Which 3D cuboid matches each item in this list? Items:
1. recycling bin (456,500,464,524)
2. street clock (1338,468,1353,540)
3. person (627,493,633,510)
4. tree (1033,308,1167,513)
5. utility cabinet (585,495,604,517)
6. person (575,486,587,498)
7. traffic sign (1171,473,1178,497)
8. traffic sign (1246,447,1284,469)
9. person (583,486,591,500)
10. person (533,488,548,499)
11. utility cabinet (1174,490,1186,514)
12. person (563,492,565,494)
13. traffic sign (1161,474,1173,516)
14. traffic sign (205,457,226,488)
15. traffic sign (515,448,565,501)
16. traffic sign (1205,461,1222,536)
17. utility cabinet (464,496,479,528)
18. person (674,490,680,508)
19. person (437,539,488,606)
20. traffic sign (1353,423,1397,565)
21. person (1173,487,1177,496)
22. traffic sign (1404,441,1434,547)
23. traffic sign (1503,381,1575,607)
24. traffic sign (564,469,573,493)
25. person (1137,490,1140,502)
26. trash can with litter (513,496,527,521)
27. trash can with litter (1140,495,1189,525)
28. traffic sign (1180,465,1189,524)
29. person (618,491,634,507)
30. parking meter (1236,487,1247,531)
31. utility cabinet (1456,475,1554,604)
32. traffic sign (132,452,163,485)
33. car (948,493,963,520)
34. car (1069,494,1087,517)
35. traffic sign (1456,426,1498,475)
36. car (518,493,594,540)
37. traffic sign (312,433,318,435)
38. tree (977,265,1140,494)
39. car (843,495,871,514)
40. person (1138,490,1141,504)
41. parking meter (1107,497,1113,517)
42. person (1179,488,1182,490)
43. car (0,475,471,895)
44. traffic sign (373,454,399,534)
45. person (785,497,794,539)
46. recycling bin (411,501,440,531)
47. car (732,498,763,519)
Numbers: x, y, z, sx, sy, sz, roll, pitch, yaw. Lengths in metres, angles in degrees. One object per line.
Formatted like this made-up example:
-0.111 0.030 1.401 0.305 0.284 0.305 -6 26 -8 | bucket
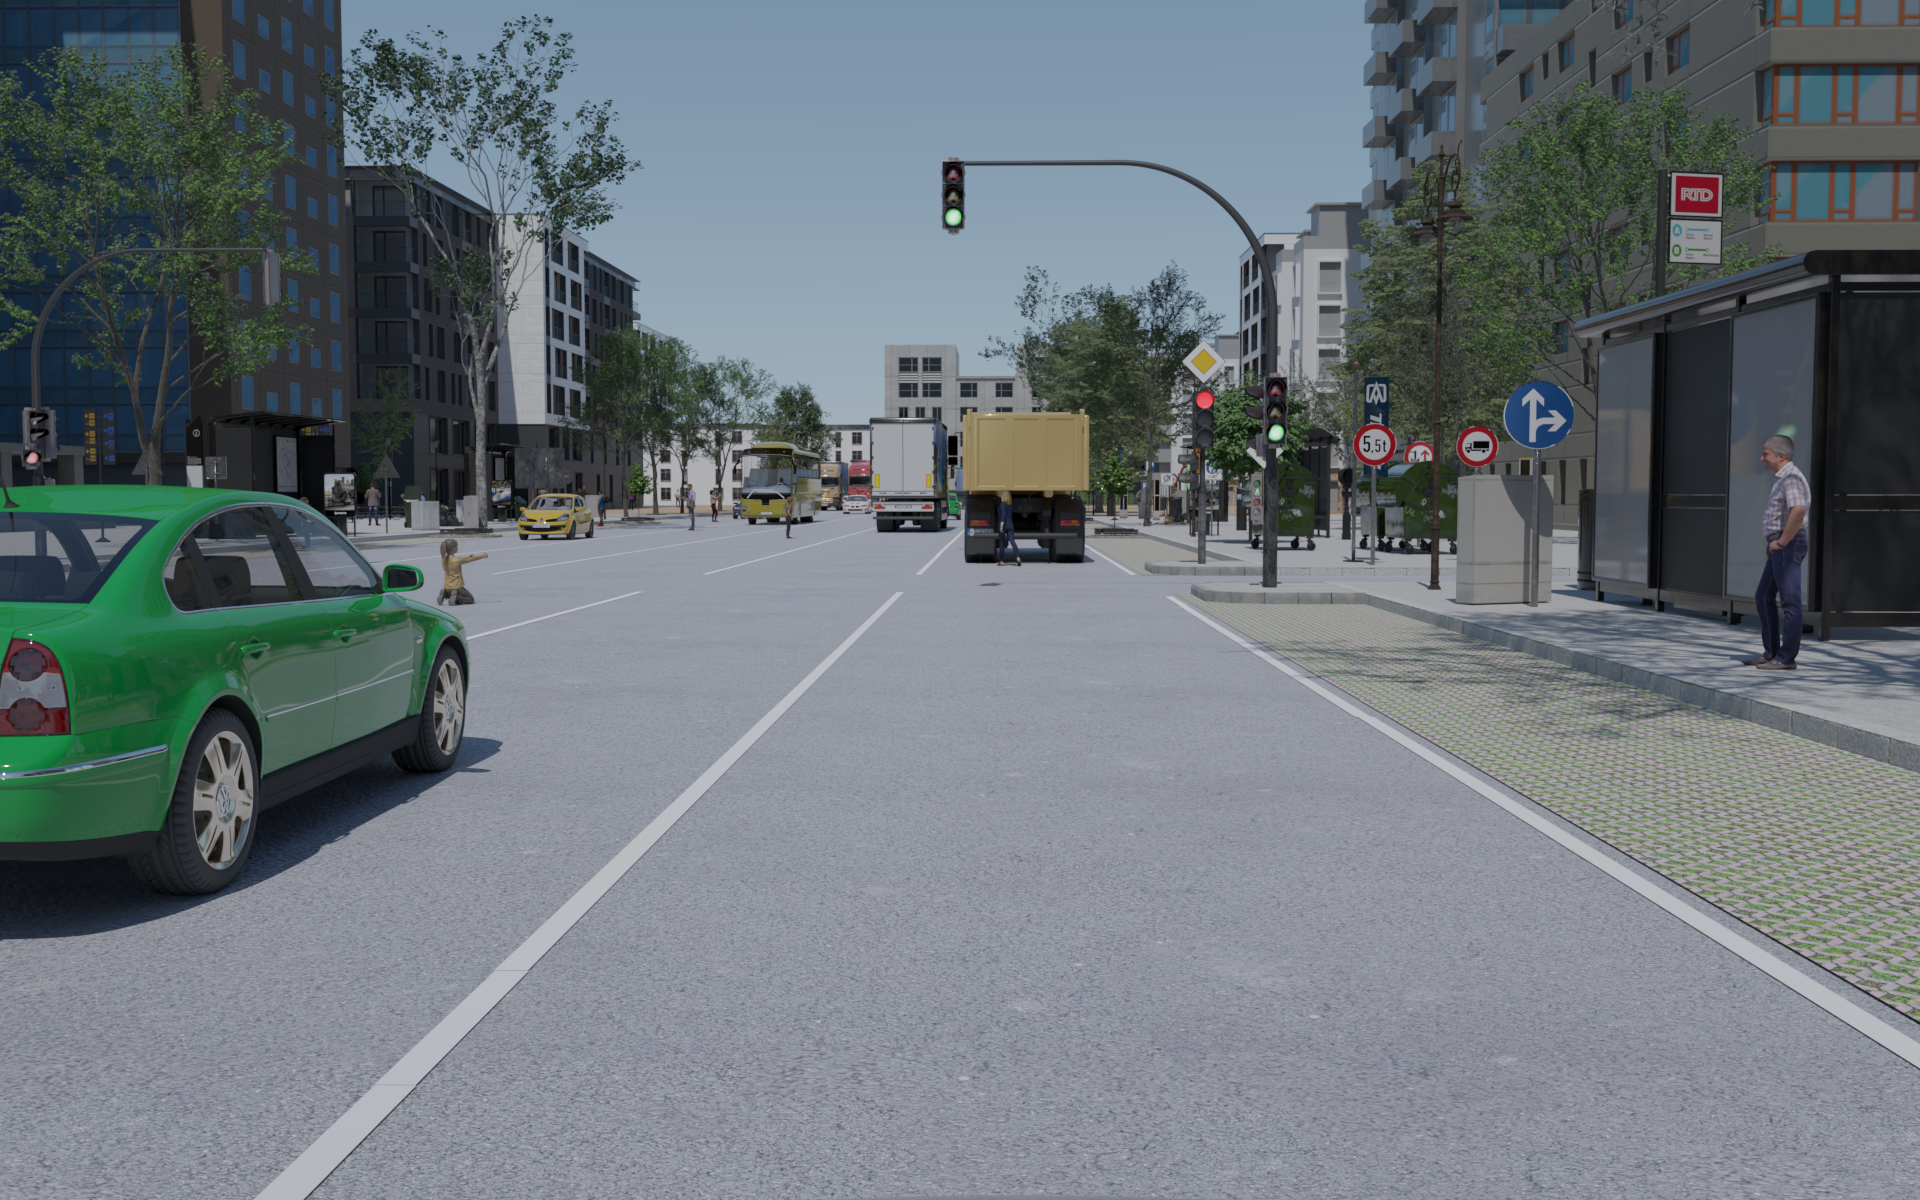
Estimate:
-20.938 -3.735 73.622 0.722 1.027 0.722 0 4 6 | recycling bin
10.826 -2.685 48.473 0.471 2.002 0.358 -1 4 -21 | street clock
-26.203 -8.039 138.164 1.217 1.739 0.721 1 4 13 | person
9.275 -12.813 116.152 9.857 13.997 8.962 0 3 0 | tree
-20.016 -5.127 94.985 1.020 1.237 0.306 -2 4 -30 | utility cabinet
-25.166 -6.655 114.876 1.348 1.821 0.705 -2 4 -24 | person
12.808 -6.403 104.788 0.768 2.556 0.104 1 4 10 | traffic sign
6.482 -2.265 36.764 0.795 2.593 0.064 0 4 3 | traffic sign
-25.625 -6.847 118.123 1.348 1.807 0.705 -1 4 -10 | person
-27.964 -6.733 116.133 1.348 1.823 0.705 0 4 -4 | person
12.807 -5.626 100.664 0.318 1.500 1.173 2 4 32 | utility cabinet
-28.434 -7.031 124.256 0.557 1.426 1.065 2 4 24 | person
10.225 -5.108 85.648 0.606 2.300 0.079 0 4 2 | traffic sign
-20.427 -2.779 47.564 0.606 2.300 0.079 0 4 7 | traffic sign
-18.519 -5.041 76.296 2.265 3.308 0.079 0 4 8 | traffic sign
7.607 -3.069 52.311 0.606 2.300 0.079 0 4 7 | traffic sign
-18.493 -3.324 65.512 0.306 1.237 1.020 -2 4 -31 | utility cabinet
-26.714 -9.606 164.035 0.436 1.711 0.756 -3 4 -38 | person
-6.468 -0.368 22.443 0.347 0.859 0.695 2 4 27 | person
7.450 -1.901 31.190 0.768 2.556 0.104 0 4 7 | traffic sign
15.574 -7.194 124.184 0.721 1.766 1.217 -1 4 -13 | person
11.041 -2.540 41.639 0.768 2.556 0.104 0 4 8 | traffic sign
6.532 -1.193 19.618 0.768 2.556 0.104 1 4 11 | traffic sign
-20.179 -5.410 88.565 0.768 2.556 0.104 0 4 6 | traffic sign
18.556 -10.518 178.795 0.721 1.735 1.217 3 4 38 | person
-20.206 -4.211 80.244 1.055 1.170 0.624 3 4 36 | trash can with litter
8.651 -3.765 72.621 2.233 1.210 1.678 1 4 17 | trash can with litter
9.926 -4.597 75.269 0.768 2.556 0.104 0 4 8 | traffic sign
-28.002 -8.509 145.177 1.348 1.822 0.705 -1 4 -10 | person
9.892 -3.205 60.815 0.372 1.533 0.369 0 3 0 | parking meter
6.366 -0.708 20.257 1.173 1.500 0.318 -2 4 -24 | utility cabinet
-22.225 -2.897 47.363 0.884 2.594 0.081 0 4 6 | traffic sign
-0.823 -5.380 96.755 1.959 1.807 4.718 0 4 0 | car
5.579 -4.878 89.544 2.009 1.686 4.222 0 4 1 | car
9.665 -1.977 32.436 0.768 2.556 0.104 0 4 6 | traffic sign
-12.887 -2.756 55.284 2.015 1.641 3.980 0 4 1 | car
-22.269 -3.883 57.366 2.265 3.308 0.079 0 4 5 | traffic sign
8.307 -17.632 144.176 12.611 20.169 13.585 0 3 0 | tree
-7.428 -6.913 125.393 2.083 1.381 4.827 0 4 1 | car
17.533 -9.879 168.481 0.530 1.710 0.541 1 4 17 | person
8.543 -5.515 98.587 0.372 1.533 0.369 0 3 0 | parking meter
19.977 -9.216 156.860 1.348 1.807 0.705 -2 4 -35 | person
-3.517 0.076 7.560 1.959 1.807 4.718 0 4 0 | car
-18.586 -3.431 56.100 0.884 2.594 0.081 0 4 6 | traffic sign
-5.493 -2.652 55.772 0.340 1.345 0.435 -2 4 -35 | person
-18.896 -2.976 61.216 0.722 1.027 0.722 3 5 43 | recycling bin
-12.095 -5.375 100.464 1.945 1.354 3.894 0 4 3 | car
